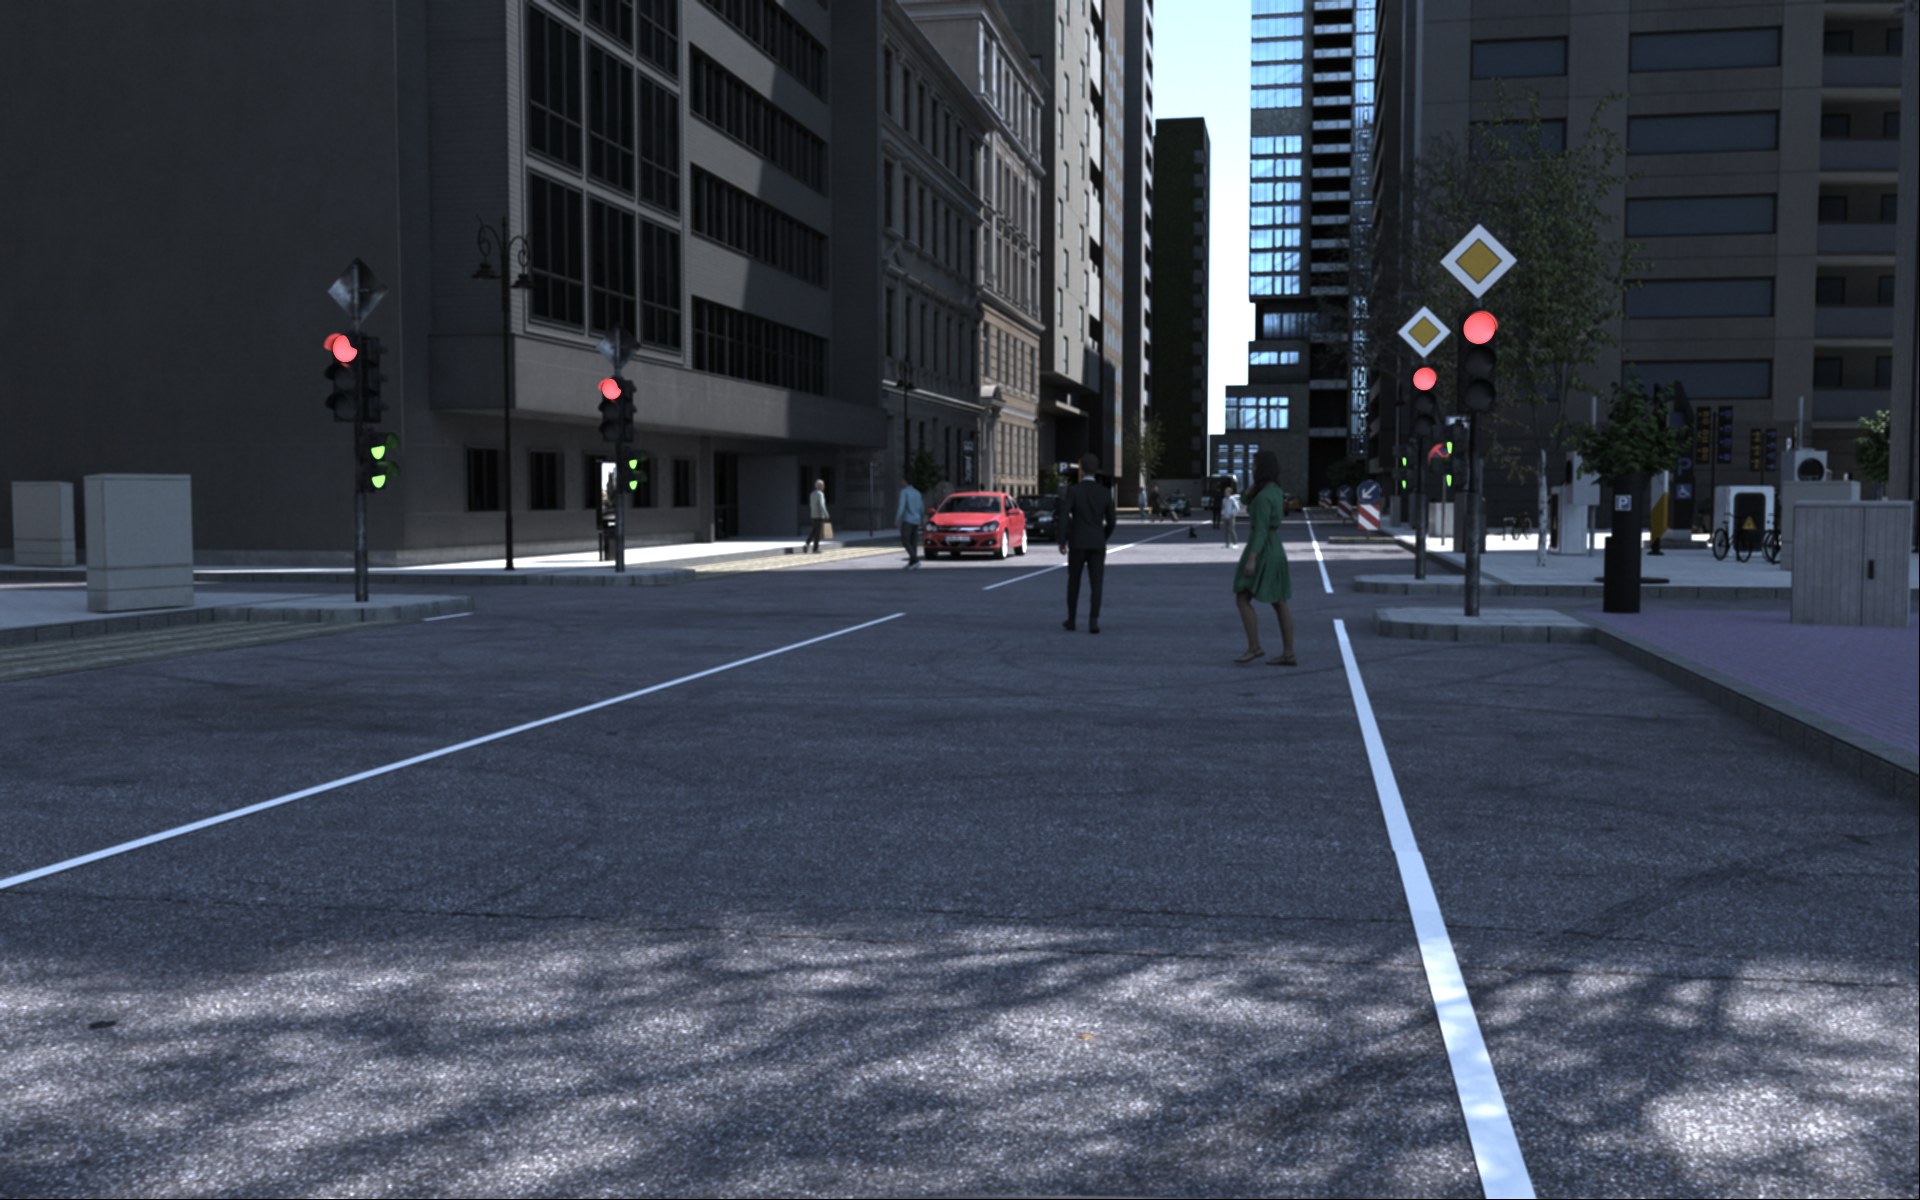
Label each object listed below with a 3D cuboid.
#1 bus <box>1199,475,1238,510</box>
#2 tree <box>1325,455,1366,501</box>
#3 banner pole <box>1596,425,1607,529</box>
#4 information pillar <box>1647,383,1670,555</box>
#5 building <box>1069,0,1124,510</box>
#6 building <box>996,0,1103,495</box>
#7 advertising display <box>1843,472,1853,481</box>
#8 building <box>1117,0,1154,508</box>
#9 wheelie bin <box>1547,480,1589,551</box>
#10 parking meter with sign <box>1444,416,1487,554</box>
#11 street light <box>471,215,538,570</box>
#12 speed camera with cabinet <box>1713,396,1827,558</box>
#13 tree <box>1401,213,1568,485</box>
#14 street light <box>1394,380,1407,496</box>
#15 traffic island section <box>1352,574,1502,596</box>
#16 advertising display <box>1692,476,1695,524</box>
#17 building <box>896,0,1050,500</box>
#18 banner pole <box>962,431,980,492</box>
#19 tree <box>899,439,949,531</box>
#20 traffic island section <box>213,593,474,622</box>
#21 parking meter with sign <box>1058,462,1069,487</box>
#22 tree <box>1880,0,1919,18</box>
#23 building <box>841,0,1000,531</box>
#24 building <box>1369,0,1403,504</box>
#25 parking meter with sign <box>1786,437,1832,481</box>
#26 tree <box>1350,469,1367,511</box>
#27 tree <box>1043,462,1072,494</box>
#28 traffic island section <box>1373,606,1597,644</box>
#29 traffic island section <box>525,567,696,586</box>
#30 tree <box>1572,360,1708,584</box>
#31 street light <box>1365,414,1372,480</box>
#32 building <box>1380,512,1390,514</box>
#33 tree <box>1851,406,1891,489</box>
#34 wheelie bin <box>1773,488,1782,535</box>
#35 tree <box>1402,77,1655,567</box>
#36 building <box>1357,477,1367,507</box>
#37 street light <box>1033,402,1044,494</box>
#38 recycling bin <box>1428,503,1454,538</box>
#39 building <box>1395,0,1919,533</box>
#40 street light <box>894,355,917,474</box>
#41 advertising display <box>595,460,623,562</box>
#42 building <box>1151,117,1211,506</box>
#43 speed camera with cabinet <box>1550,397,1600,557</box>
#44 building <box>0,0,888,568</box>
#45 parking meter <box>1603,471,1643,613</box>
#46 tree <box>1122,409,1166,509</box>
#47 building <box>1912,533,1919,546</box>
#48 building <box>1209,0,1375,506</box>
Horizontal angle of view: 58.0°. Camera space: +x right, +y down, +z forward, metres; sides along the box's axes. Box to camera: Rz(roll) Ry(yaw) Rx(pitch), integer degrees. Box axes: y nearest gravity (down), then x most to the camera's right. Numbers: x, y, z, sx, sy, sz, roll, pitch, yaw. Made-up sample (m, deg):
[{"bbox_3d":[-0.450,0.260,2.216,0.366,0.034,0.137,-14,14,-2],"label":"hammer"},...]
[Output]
[{"bbox_3d":[23.708,-9.975,157.958,2.948,3.499,13.247,1,4,12],"label":"bus"},{"bbox_3d":[32.579,-9.957,146.507,4.285,4.588,4.351,0,3,0],"label":"tree"},{"bbox_3d":[23.271,-4.470,63.102,0.863,3.779,0.401,-2,4,-33],"label":"banner pole"},{"bbox_3d":[14.642,-2.745,36.231,0.183,3.616,0.504,-1,4,-10],"label":"information pillar"},{"bbox_3d":[5.329,-29.807,137.463,14.600,45.320,14.200,1,4,11],"label":"building"},{"bbox_3d":[-4.992,-32.343,118.051,28.713,52.752,27.495,1,4,11],"label":"building"},{"bbox_3d":[25.821,-2.765,50.419,0.123,1.923,0.974,1,4,20],"label":"advertising display"},{"bbox_3d":[4.261,-38.278,167.849,28.212,58.520,21.231,1,4,11],"label":"building"},{"bbox_3d":[13.289,-1.835,37.908,0.693,1.594,0.980,2,4,34],"label":"wheelie bin"},{"bbox_3d":[11.147,-2.555,38.041,0.543,3.016,1.738,0,4,-2],"label":"parking meter with sign"},{"bbox_3d":[-7.588,-3.438,29.005,0.468,5.910,1.993,1,4,11],"label":"street light"},{"bbox_3d":[16.367,-2.485,34.970,2.038,3.252,0.660,0,4,-3],"label":"speed camera with cabinet"},{"bbox_3d":[13.467,-5.802,45.226,4.360,8.622,3.978,0,3,0],"label":"tree"},{"bbox_3d":[17.506,-5.887,69.042,0.468,5.910,1.993,1,4,11],"label":"street light"},{"bbox_3d":[6.939,-0.230,26.043,2.009,0.180,2.903,1,4,11],"label":"traffic island section"},{"bbox_3d":[26.332,-3.519,62.747,0.123,1.923,0.974,0,4,-3],"label":"advertising display"},{"bbox_3d":[-3.322,-18.657,90.947,13.634,28.700,20.117,1,4,11],"label":"building"},{"bbox_3d":[0.489,-4.818,68.796,0.863,3.779,0.401,0,4,-3],"label":"banner pole"},{"bbox_3d":[-1.196,-4.039,60.632,1.663,3.219,1.824,0,3,0],"label":"tree"},{"bbox_3d":[-7.152,0.099,20.668,2.009,0.180,2.903,1,4,11],"label":"traffic island section"},{"bbox_3d":[5.551,-5.998,94.335,0.543,3.016,1.738,1,4,10],"label":"parking meter with sign"},{"bbox_3d":[6.876,-5.981,8.166,12.009,13.543,11.850,0,3,0],"label":"tree"},{"bbox_3d":[-5.896,-14.342,70.650,11.583,22.565,21.152,1,4,11],"label":"building"},{"bbox_3d":[43.662,-31.326,135.878,21.300,48.544,21.600,1,4,11],"label":"building"},{"bbox_3d":[26.141,-3.456,52.774,1.738,3.016,0.543,0,4,8],"label":"parking meter with sign"},{"bbox_3d":[30.853,-8.518,133.875,1.663,3.219,1.824,0,3,0],"label":"tree"},{"bbox_3d":[5.602,-6.579,102.161,1.663,3.219,1.824,0,3,0],"label":"tree"},{"bbox_3d":[5.400,0.249,18.207,2.009,0.180,2.903,1,4,11],"label":"traffic island section"},{"bbox_3d":[-5.613,-0.381,28.504,2.009,0.180,2.903,1,4,11],"label":"traffic island section"},{"bbox_3d":[9.703,-1.876,25.268,1.663,3.219,1.824,0,3,0],"label":"tree"},{"bbox_3d":[23.144,-7.672,98.230,0.468,5.910,1.993,1,4,11],"label":"street light"},{"bbox_3d":[43.902,-25.704,112.134,32.217,40.220,23.993,1,4,11],"label":"building"},{"bbox_3d":[32.639,-4.680,60.230,4.285,4.588,4.351,0,3,0],"label":"tree"},{"bbox_3d":[25.956,-2.849,54.492,0.693,1.594,0.980,0,4,-1],"label":"wheelie bin"},{"bbox_3d":[10.130,-4.888,30.283,4.737,8.622,4.395,0,3,0],"label":"tree"},{"bbox_3d":[53.134,-28.476,157.466,32.217,40.220,23.993,1,4,11],"label":"building"},{"bbox_3d":[3.943,-6.986,87.016,0.468,5.910,1.993,1,4,11],"label":"street light"},{"bbox_3d":[14.259,-2.353,51.020,0.722,1.027,0.722,0,4,-2],"label":"recycling bin"},{"bbox_3d":[30.376,-32.668,76.123,21.231,58.520,28.212,1,4,11],"label":"building"},{"bbox_3d":[-1.812,-5.200,57.806,0.468,5.910,1.993,1,4,11],"label":"street light"},{"bbox_3d":[-6.710,-1.711,33.190,0.123,1.923,0.974,1,4,13],"label":"advertising display"},{"bbox_3d":[20.395,-31.104,192.143,14.086,41.232,14.154,1,4,11],"label":"building"},{"bbox_3d":[12.780,-2.547,35.987,0.660,3.252,2.038,0,4,7],"label":"speed camera with cabinet"},{"bbox_3d":[-12.163,-13.820,45.024,14.314,24.678,30.058,1,4,11],"label":"building"},{"bbox_3d":[7.183,-0.633,18.759,0.372,1.533,0.369,0,3,0],"label":"parking meter"},{"bbox_3d":[15.848,-12.137,148.796,4.737,8.622,4.395,0,3,0],"label":"tree"},{"bbox_3d":[36.011,-29.951,31.692,28.212,58.520,21.231,1,4,11],"label":"building"},{"bbox_3d":[43.968,-53.715,190.919,31.000,86.520,22.319,1,4,11],"label":"building"}]
